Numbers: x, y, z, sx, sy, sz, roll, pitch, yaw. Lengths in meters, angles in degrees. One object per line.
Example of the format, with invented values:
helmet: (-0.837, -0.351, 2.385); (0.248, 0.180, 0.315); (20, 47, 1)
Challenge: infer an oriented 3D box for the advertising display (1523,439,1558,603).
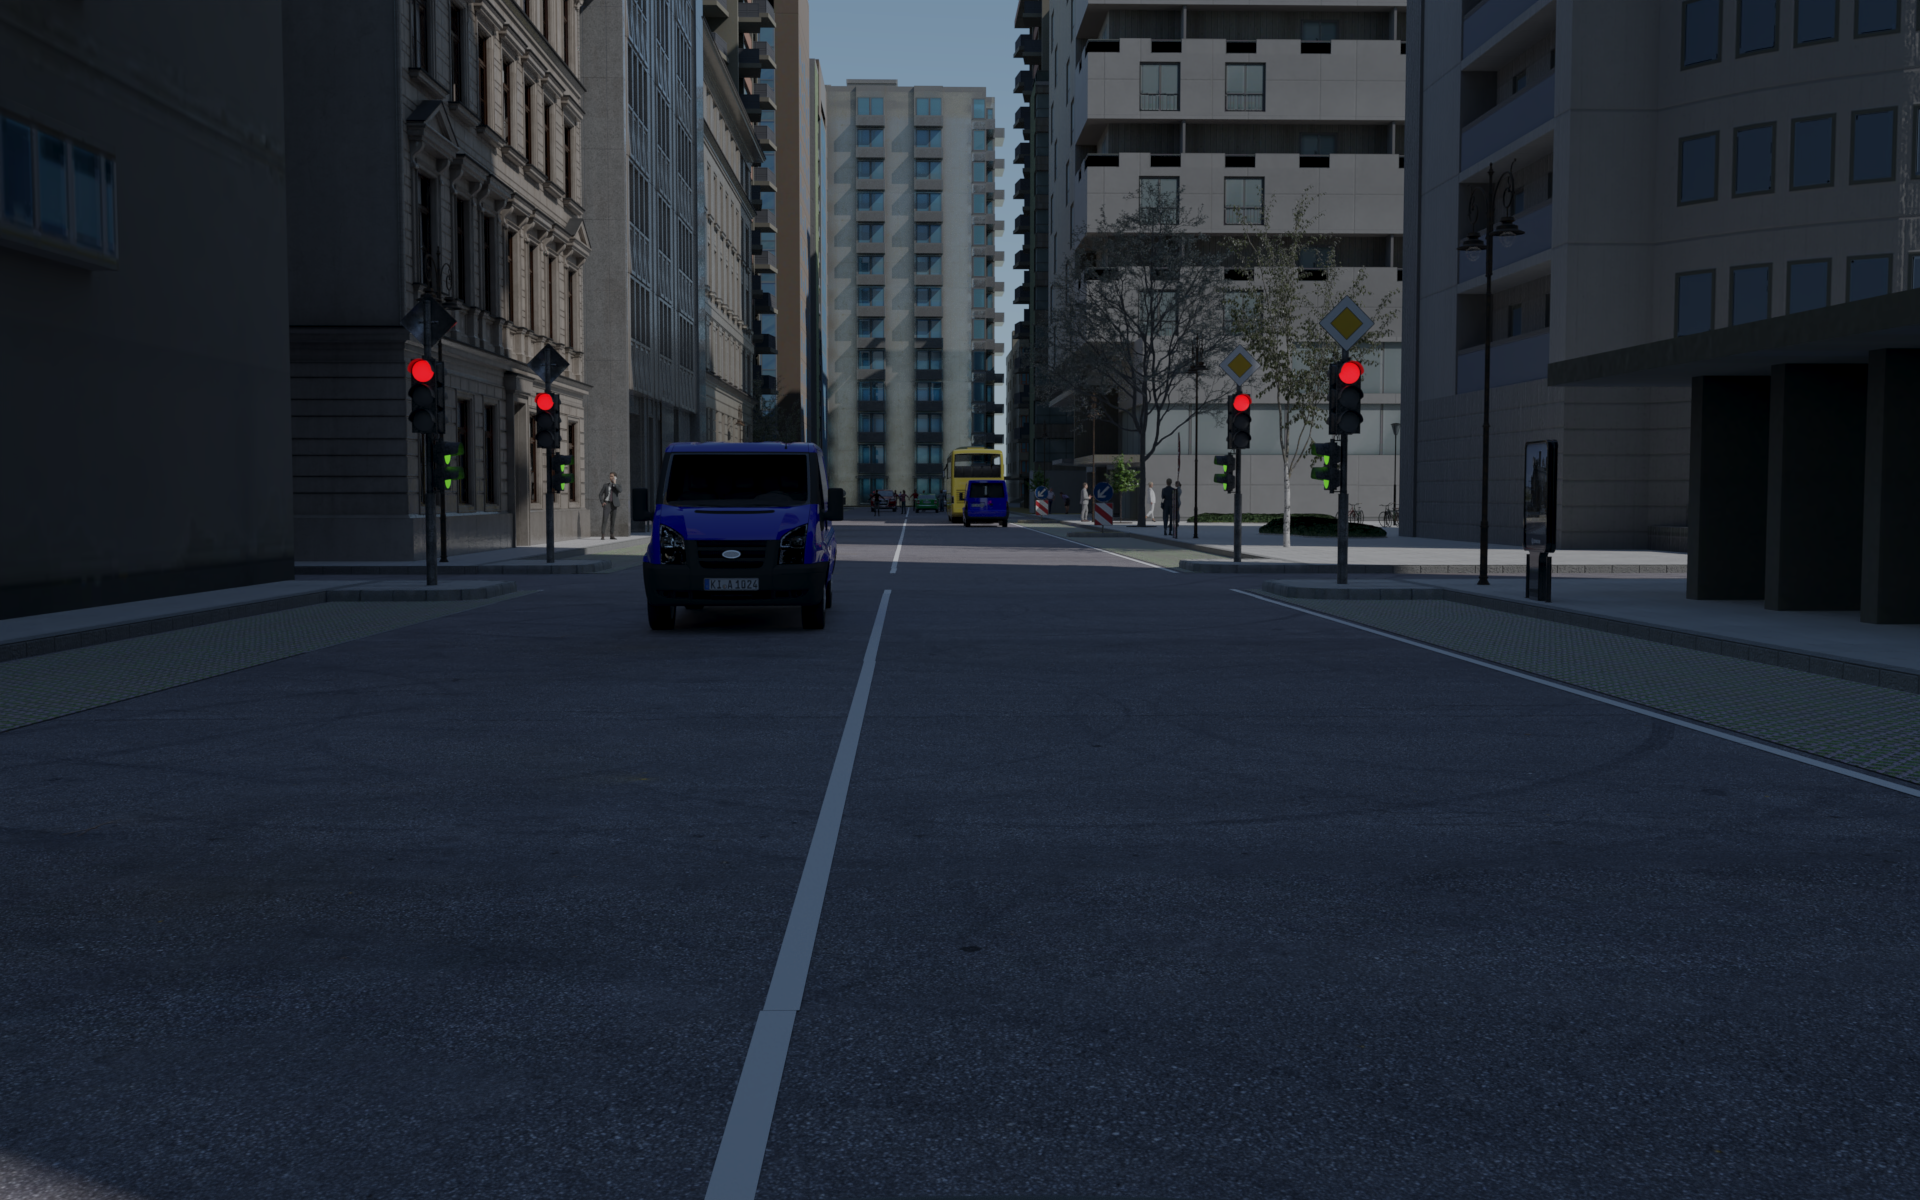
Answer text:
advertising display: (6.983, -0.957, 20.869); (0.123, 1.923, 0.974); (0, 4, 2)

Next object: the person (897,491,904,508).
person: (-6.143, -10.452, 180.332); (0.756, 1.711, 0.436); (3, 5, 42)

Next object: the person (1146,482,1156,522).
person: (8.653, -4.470, 79.005); (0.818, 1.842, 0.514); (-2, 4, -30)

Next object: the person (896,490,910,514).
person: (-4.057, -6.979, 123.334); (1.217, 1.743, 0.721); (2, 4, 30)

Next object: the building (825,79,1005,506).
building: (-10.257, -35.670, 202.809); (30.456, 49.044, 23.786); (0, 4, -2)

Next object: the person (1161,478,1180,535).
person: (6.508, -2.890, 53.720); (0.576, 1.772, 0.534); (0, 4, -3)

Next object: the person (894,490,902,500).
person: (-6.010, -9.369, 161.712); (1.348, 1.821, 0.705); (-3, 5, -41)

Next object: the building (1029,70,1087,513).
building: (11.800, -21.425, 122.008); (14.160, 30.474, 14.107); (0, 4, -2)

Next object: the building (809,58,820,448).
building: (-20.228, -28.997, 157.703); (14.154, 41.232, 14.086); (0, 4, -2)

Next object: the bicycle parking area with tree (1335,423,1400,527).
bicycle parking area with tree: (19.801, -4.991, 68.605); (9.016, 4.147, 8.231); (-3, 5, -40)

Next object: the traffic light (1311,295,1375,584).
traffic light: (5.442, -2.184, 24.626); (0.839, 4.253, 0.868); (0, 4, -2)

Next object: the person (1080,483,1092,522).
person: (5.833, -4.505, 79.893); (0.583, 1.804, 0.606); (0, 4, -7)

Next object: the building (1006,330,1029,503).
building: (20.619, -22.075, 205.965); (28.899, 21.520, 27.650); (0, 4, -2)

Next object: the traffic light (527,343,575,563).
traffic light: (-7.633, -2.649, 32.240); (0.839, 4.253, 0.868); (0, 4, -2)

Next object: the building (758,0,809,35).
building: (-19.709, -30.157, 143.182); (14.600, 45.320, 14.200); (0, 4, -2)

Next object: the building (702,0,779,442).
building: (-24.482, -28.549, 121.395); (22.147, 44.769, 28.867); (0, 4, -2)

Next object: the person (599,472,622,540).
person: (-9.804, -2.645, 48.654); (0.648, 1.900, 0.474); (-1, 4, -23)

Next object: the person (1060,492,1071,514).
person: (6.692, -6.176, 110.247); (0.697, 1.427, 0.421); (1, 4, 15)

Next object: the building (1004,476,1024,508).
building: (19.591, -29.364, 171.980); (32.217, 40.220, 23.993); (0, 4, -2)

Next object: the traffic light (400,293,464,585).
traffic light: (-7.414, -2.161, 24.258); (0.839, 4.253, 0.868); (0, 4, -2)

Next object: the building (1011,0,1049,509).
building: (15.797, -29.969, 144.624); (22.147, 44.769, 28.867); (0, 4, -2)

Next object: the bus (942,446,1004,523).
bus: (0.656, -5.918, 88.313); (2.896, 3.916, 12.252); (0, 4, -2)

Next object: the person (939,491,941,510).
person: (-1.728, -9.153, 158.240); (0.705, 1.814, 1.350); (1, 4, 13)

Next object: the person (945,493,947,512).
person: (-0.919, -7.880, 136.962); (0.705, 1.869, 1.348); (2, 4, 26)

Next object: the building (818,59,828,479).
building: (-20.938, -32.159, 175.916); (14.200, 45.320, 14.600); (0, 4, -2)

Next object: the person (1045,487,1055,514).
person: (5.741, -6.302, 110.017); (0.756, 1.711, 0.436); (-1, 4, -16)

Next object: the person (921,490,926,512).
person: (-3.004, -8.027, 140.259); (0.721, 1.766, 1.217); (-3, 5, -42)

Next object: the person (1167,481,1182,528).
person: (8.191, -3.668, 66.294); (0.573, 1.790, 0.520); (1, 4, 12)

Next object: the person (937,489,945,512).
person: (-1.481, -8.005, 139.460); (1.350, 1.814, 0.705); (3, 5, 41)

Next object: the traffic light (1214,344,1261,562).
traffic light: (5.223, -2.672, 32.608); (0.839, 4.253, 0.868); (0, 4, -2)

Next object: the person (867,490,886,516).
person: (-5.374, -6.271, 111.858); (1.217, 1.723, 0.721); (0, 4, -8)

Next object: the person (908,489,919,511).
person: (-3.672, -8.229, 142.974); (1.348, 1.831, 0.705); (-1, 4, -23)
